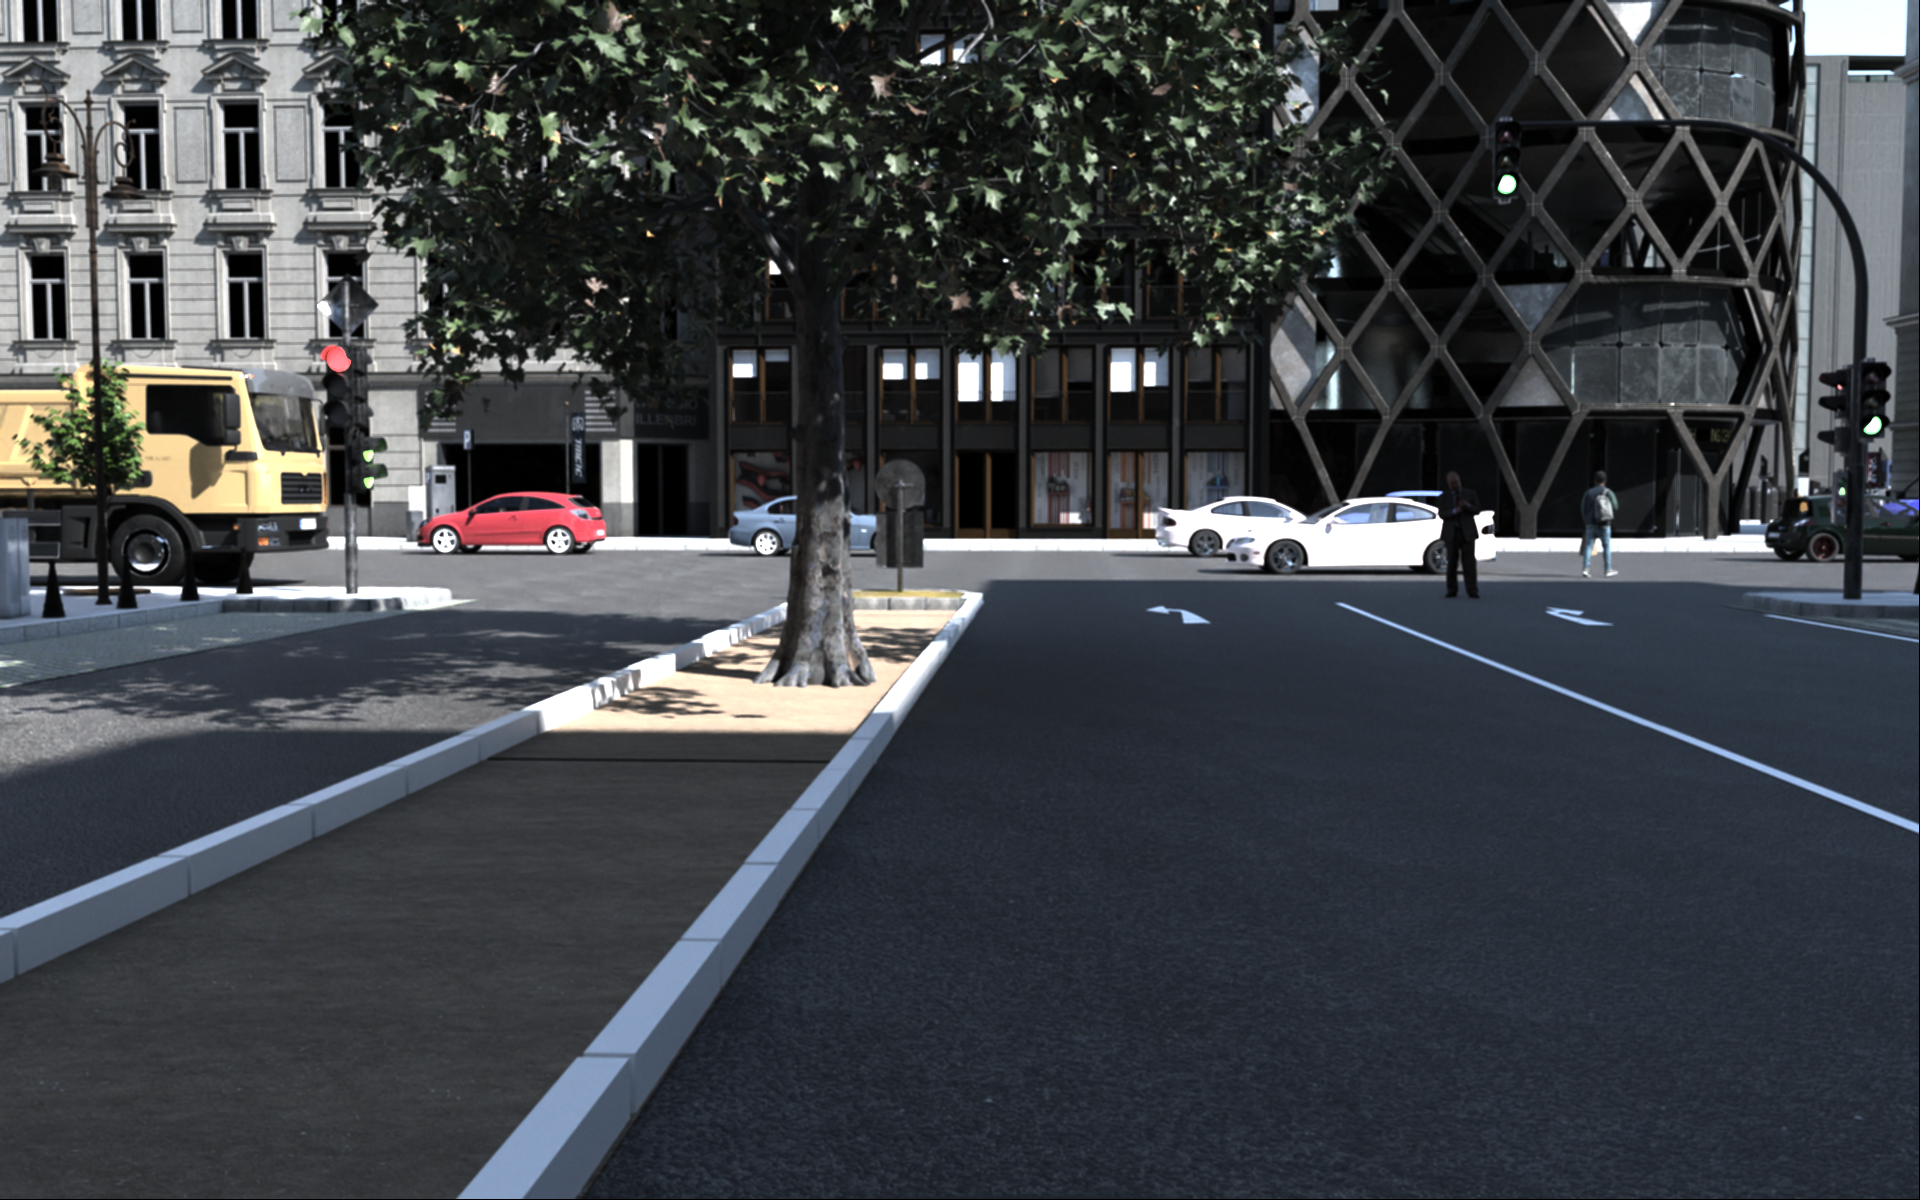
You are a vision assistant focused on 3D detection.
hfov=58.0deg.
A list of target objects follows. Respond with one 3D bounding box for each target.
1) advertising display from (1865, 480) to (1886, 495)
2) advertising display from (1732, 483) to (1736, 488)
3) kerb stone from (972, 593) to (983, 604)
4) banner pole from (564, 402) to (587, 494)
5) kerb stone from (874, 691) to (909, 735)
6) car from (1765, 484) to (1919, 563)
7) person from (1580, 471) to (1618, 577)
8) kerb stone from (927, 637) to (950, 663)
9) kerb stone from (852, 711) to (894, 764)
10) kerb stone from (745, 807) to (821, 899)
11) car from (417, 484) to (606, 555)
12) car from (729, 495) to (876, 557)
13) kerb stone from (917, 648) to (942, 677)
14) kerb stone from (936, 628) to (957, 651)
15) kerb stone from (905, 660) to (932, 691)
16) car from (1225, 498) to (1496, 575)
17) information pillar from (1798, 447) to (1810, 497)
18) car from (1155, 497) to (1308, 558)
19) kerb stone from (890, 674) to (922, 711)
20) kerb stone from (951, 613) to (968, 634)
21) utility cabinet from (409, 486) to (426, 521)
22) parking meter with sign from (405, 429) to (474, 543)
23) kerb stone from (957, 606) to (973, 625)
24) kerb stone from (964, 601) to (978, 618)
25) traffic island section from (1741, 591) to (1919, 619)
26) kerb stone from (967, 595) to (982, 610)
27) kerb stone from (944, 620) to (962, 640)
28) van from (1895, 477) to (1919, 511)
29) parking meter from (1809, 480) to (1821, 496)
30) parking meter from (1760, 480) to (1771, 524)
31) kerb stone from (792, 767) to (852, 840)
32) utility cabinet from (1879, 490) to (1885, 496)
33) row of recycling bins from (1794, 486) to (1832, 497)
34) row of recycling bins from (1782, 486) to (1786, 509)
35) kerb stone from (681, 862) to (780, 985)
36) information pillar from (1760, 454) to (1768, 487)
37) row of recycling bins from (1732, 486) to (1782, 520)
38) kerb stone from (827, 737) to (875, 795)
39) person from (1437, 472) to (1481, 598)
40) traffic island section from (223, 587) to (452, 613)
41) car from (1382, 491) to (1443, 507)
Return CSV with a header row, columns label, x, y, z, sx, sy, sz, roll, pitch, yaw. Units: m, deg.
label,x,y,z,sx,sy,sz,roll,pitch,yaw
advertising display,49.159,-5.371,93.025,0.974,1.923,0.123,3,5,44
advertising display,44.938,-5.835,100.608,0.123,1.923,0.974,2,4,27
kerb stone,0.205,0.018,21.920,0.120,0.150,1.000,0,4,3
banner pole,-10.441,-3.477,46.859,0.863,3.779,0.401,2,4,27
kerb stone,-0.430,0.707,10.636,0.120,0.150,1.000,0,4,3
car,19.383,-1.654,36.836,4.222,1.686,2.009,0,4,1
person,10.967,-1.307,29.859,0.713,1.824,0.794,-2,4,-35
kerb stone,-0.197,0.456,14.744,0.120,0.150,1.000,0,4,3
kerb stone,-0.485,0.770,9.613,0.120,0.150,1.000,0,4,3
kerb stone,-0.664,0.958,6.538,0.120,0.150,1.000,0,4,3
car,-10.802,-1.993,41.625,4.494,1.783,2.155,0,4,4
car,-3.101,-1.728,40.260,4.499,1.417,2.014,0,4,4
kerb stone,-0.260,0.518,13.721,0.120,0.150,1.000,0,4,3
kerb stone,-0.142,0.393,15.767,0.120,0.150,1.000,0,4,3
kerb stone,-0.319,0.581,12.697,0.120,0.150,1.000,0,4,3
car,7.253,-1.171,31.515,4.827,1.381,2.083,0,4,1
information pillar,42.126,-5.817,86.469,0.504,3.616,0.183,1,4,18
car,6.918,-1.680,39.835,4.827,1.381,2.083,0,4,3
kerb stone,-0.375,0.644,11.667,0.120,0.150,1.000,0,4,3
kerb stone,-0.026,0.268,17.818,0.120,0.150,1.000,0,4,3
utility cabinet,-15.316,-2.533,50.090,1.173,1.500,0.318,-1,4,-16
parking meter with sign,-13.884,-3.055,46.218,1.738,3.016,0.543,-3,4,-38
kerb stone,0.033,0.205,18.841,0.120,0.150,1.000,0,4,3
kerb stone,0.096,0.145,19.866,0.120,0.150,1.000,0,4,3
traffic island section,10.930,0.066,21.206,2.009,0.180,2.903,0,4,3
kerb stone,0.148,0.080,20.894,0.120,0.150,1.000,0,4,3
kerb stone,-0.088,0.331,16.791,0.120,0.150,1.000,0,4,3
van,24.259,-2.223,40.723,5.245,2.365,2.240,0,4,2
parking meter,36.366,-4.158,73.694,0.399,1.863,0.255,0,4,0
parking meter,34.340,-4.164,73.792,0.399,1.863,0.255,-2,4,-32
kerb stone,-0.605,0.895,7.561,0.120,0.150,1.000,0,4,3
utility cabinet,46.799,-4.831,87.664,0.318,1.500,1.173,3,5,40
row of recycling bins,47.319,-5.406,95.505,1.069,1.692,3.534,0,4,-5
row of recycling bins,49.543,-5.865,103.003,3.534,1.692,1.069,-1,4,-10
kerb stone,-0.719,1.021,5.499,0.120,0.150,1.000,0,4,3
information pillar,47.064,-6.732,101.415,0.183,3.616,0.504,-1,4,-19
row of recycling bins,43.807,-5.402,95.435,1.069,1.692,3.534,0,4,1
kerb stone,-0.546,0.835,8.584,0.120,0.150,1.000,0,4,3
person,6.912,-0.903,23.958,0.565,1.739,0.600,-1,4,-8
traffic island section,-7.831,0.001,22.265,2.009,0.180,2.903,0,4,3
car,10.679,-1.975,41.880,3.694,1.707,1.945,0,4,5
